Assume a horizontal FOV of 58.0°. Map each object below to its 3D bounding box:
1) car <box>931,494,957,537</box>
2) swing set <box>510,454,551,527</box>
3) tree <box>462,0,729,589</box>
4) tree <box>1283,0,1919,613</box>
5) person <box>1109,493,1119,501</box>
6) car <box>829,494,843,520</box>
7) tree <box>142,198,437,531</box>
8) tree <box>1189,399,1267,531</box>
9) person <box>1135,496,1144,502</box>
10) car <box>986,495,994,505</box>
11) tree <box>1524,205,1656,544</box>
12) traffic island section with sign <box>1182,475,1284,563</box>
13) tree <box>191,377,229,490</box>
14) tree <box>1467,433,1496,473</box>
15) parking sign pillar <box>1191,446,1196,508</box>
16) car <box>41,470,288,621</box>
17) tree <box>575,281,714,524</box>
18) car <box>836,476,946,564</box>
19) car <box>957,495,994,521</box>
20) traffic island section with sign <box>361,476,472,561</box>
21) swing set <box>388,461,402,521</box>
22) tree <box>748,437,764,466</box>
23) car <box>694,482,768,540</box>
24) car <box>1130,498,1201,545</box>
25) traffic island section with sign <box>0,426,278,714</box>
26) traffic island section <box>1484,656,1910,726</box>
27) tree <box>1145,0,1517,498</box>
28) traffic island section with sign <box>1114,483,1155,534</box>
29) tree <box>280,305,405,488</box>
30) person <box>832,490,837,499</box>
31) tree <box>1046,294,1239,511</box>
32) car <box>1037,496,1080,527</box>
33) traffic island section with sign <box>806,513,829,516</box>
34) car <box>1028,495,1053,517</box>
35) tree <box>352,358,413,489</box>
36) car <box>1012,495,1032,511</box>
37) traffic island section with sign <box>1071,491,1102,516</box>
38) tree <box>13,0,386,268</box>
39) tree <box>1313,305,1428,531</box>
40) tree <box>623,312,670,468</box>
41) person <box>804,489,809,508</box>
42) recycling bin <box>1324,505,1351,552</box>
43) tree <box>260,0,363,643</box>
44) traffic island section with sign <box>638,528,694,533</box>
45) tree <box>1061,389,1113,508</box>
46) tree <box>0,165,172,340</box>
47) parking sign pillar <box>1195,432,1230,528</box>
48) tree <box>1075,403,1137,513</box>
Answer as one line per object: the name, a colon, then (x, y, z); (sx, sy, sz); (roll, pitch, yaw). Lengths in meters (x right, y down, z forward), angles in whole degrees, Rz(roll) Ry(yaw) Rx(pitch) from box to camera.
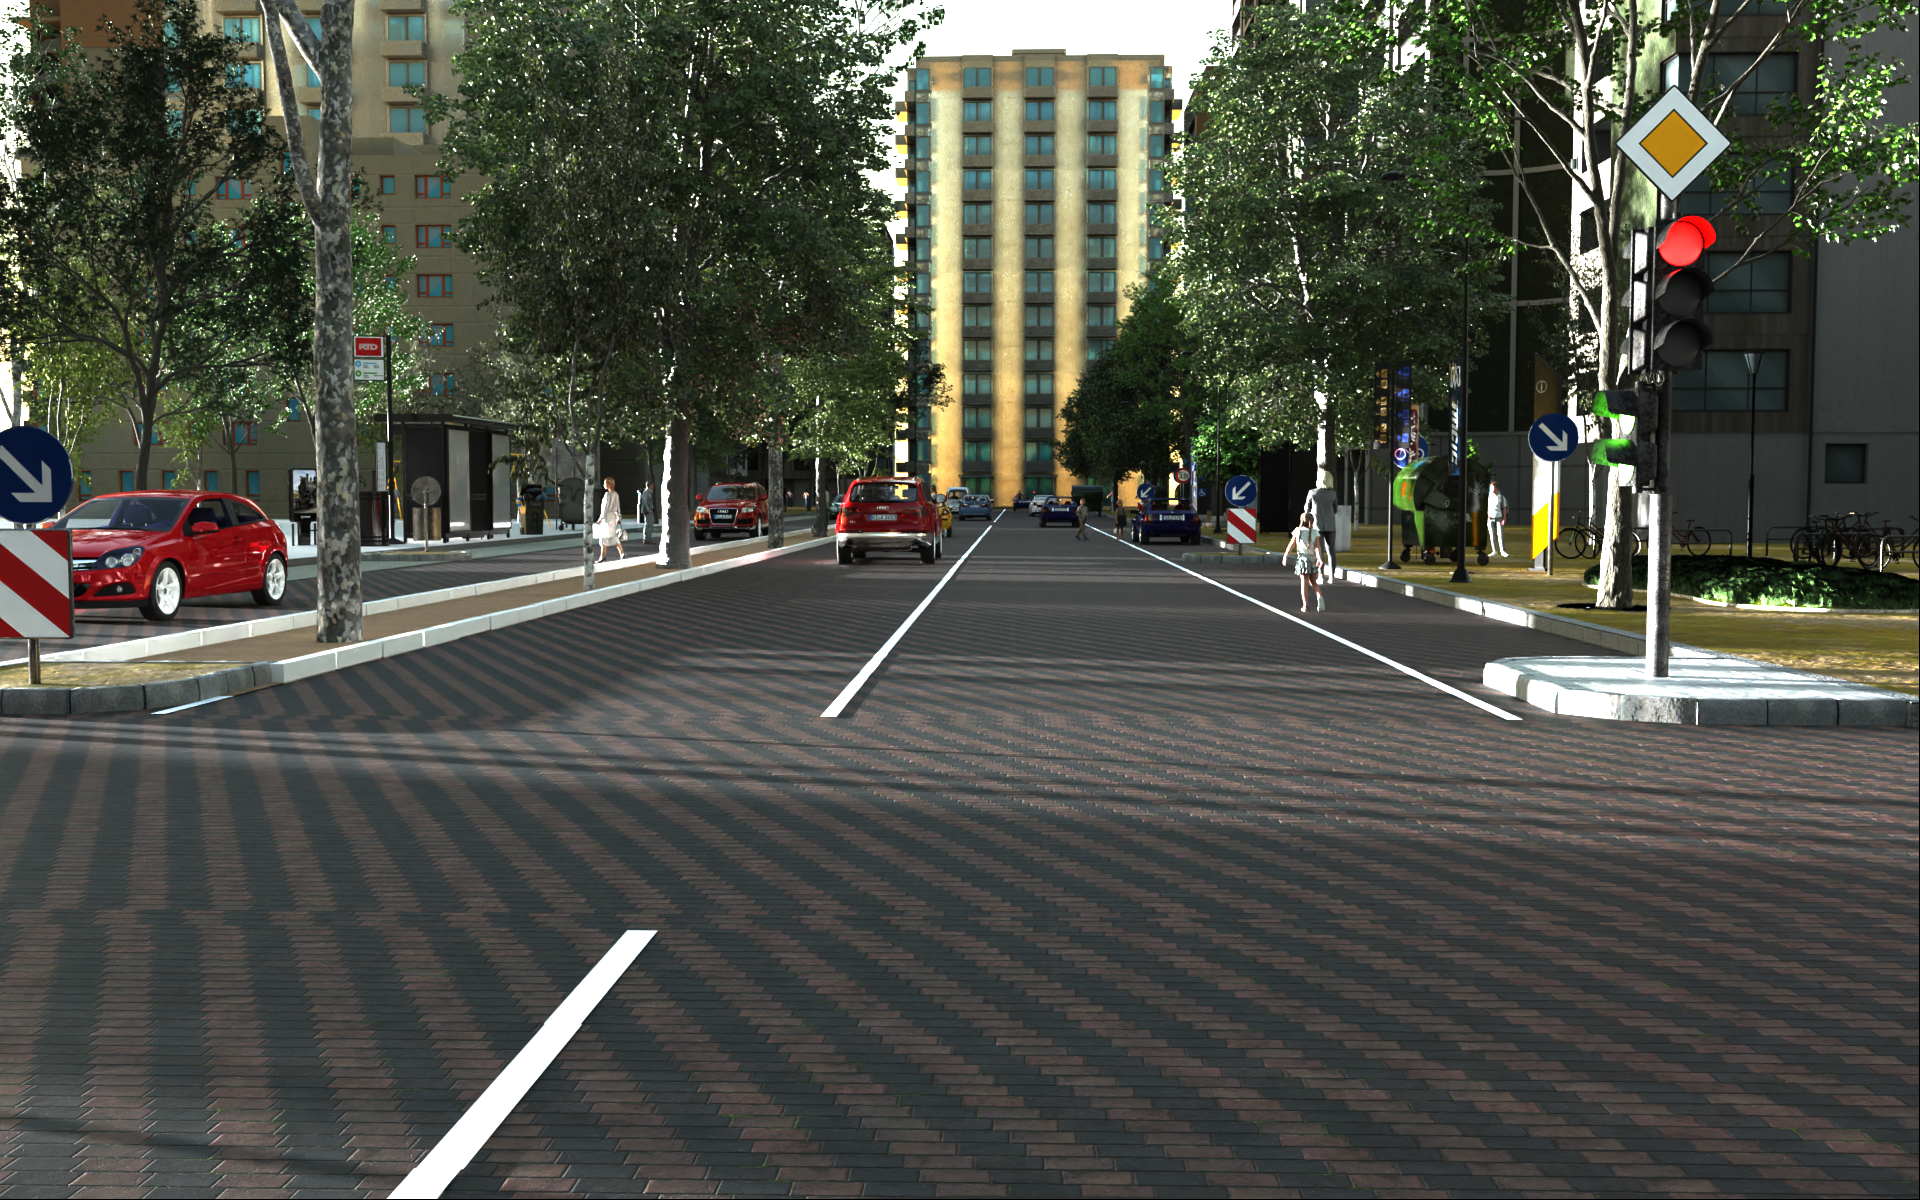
car: (-1.123, -2.988, 59.076); (2.015, 1.641, 3.980); (0, 4, 0)
swing set: (-17.722, -4.185, 66.045); (2.862, 2.851, 3.119); (2, 4, 24)
tree: (-5.560, -4.470, 25.906); (4.360, 8.622, 3.978); (0, 3, 0)
tree: (7.265, -5.690, 18.780); (9.928, 11.665, 9.643); (0, 3, 0)
person: (13.466, -8.911, 152.461); (1.217, 1.743, 0.721); (-1, 4, -22)
car: (-6.365, -5.255, 97.724); (2.131, 1.459, 4.920); (0, 4, 0)
tree: (-21.977, -8.179, 59.475); (9.928, 11.665, 9.643); (0, 3, 0)
tree: (9.390, -4.651, 59.761); (4.285, 4.588, 4.351); (0, 3, 0)
person: (12.236, -6.641, 115.151); (1.217, 1.766, 0.721); (0, 4, -1)
car: (1.829, -8.321, 148.412); (2.083, 1.381, 4.827); (0, 4, 3)
tree: (16.124, -5.708, 43.695); (4.360, 8.622, 3.978); (0, 3, 0)
traffic island section with sign: (5.763, -1.722, 36.776); (1.989, 1.847, 2.006); (0, 4, 2)
tree: (-38.259, -8.320, 86.398); (4.737, 8.622, 4.395); (0, 3, 0)
tree: (16.152, -3.678, 54.732); (1.663, 3.219, 1.824); (0, 3, 0)
parking sign pillar: (9.630, -4.965, 69.658); (1.447, 3.967, 1.447); (0, 4, -2)
car: (-9.769, -0.726, 20.914); (2.155, 1.783, 4.494); (0, 4, 3)
tree: (-13.356, -8.523, 73.762); (7.601, 10.594, 8.767); (0, 4, 2)
car: (-1.468, -1.749, 37.269); (2.281, 1.827, 5.304); (0, 4, 2)
car: (0.848, -5.063, 94.784); (2.014, 1.417, 4.499); (0, 4, 2)
traffic island section with sign: (-11.735, -1.773, 37.612); (1.989, 1.847, 2.006); (0, 4, 2)
swing set: (-25.174, -5.133, 81.544); (3.119, 2.851, 2.862); (0, 4, -2)
tree: (-12.763, -9.026, 97.942); (4.360, 8.622, 3.978); (0, 3, 0)
car: (-7.203, -2.862, 55.475); (2.281, 1.827, 5.304); (0, 4, 1)
car: (5.977, -2.318, 50.486); (1.945, 1.354, 3.894); (0, 4, 1)
traffic island section with sign: (-6.225, -0.250, 12.226); (2.006, 1.907, 1.989); (0, 4, 2)
traffic island section: (4.927, 0.617, 12.191); (2.009, 0.180, 2.903); (0, 4, 2)
tree: (9.258, -8.338, 42.977); (9.857, 13.997, 8.962); (0, 3, 0)
traffic island section with sign: (6.674, -3.369, 63.716); (1.989, 1.847, 2.006); (0, 4, 2)
tree: (-23.843, -7.088, 66.255); (4.360, 8.622, 3.978); (0, 3, 0)
person: (-11.885, -9.652, 164.768); (0.541, 1.710, 0.530); (2, 4, 30)
tree: (11.226, -11.140, 99.148); (9.611, 12.733, 9.660); (0, 3, 0)
car: (4.352, -3.877, 75.975); (1.945, 1.354, 3.894); (0, 4, 2)
traffic island section with sign: (-9.138, -6.491, 114.763); (1.989, 1.847, 2.006); (0, 4, 2)
car: (5.423, -6.073, 111.659); (2.083, 1.381, 4.827); (0, 4, 0)
tree: (-28.941, -8.315, 86.314); (4.737, 8.622, 4.395); (0, 3, 0)
car: (5.495, -8.433, 150.464); (1.945, 1.354, 3.894); (0, 4, 2)
traffic island section with sign: (8.398, -6.508, 115.038); (1.989, 1.847, 2.006); (0, 4, 2)
tree: (-14.490, -5.899, 30.866); (7.601, 10.594, 8.767); (0, 4, 7)
tree: (13.878, -6.712, 60.108); (4.737, 8.622, 4.395); (0, 3, 0)
tree: (-13.107, -10.144, 83.980); (7.486, 12.596, 7.792); (0, 3, 0)
person: (-13.632, -9.045, 154.649); (0.721, 1.735, 1.217); (-3, 4, -37)
recycling bin: (8.201, -1.585, 38.464); (0.722, 1.027, 0.722); (3, 5, 42)
tree: (-7.182, -9.706, 17.034); (12.611, 20.169, 13.585); (0, 3, 0)
traffic island section with sign: (-10.837, -3.420, 64.553); (1.989, 1.847, 2.006); (0, 4, 2)
tree: (12.650, -14.664, 157.886); (7.486, 12.596, 7.792); (0, 3, 0)
tree: (-20.528, -5.476, 39.895); (4.737, 8.622, 4.395); (0, 3, 0)
parking sign pillar: (10.040, -4.762, 66.329); (1.447, 3.967, 1.447); (2, 4, 25)
tree: (10.364, -10.377, 120.032); (4.737, 8.622, 4.395); (0, 3, 0)
